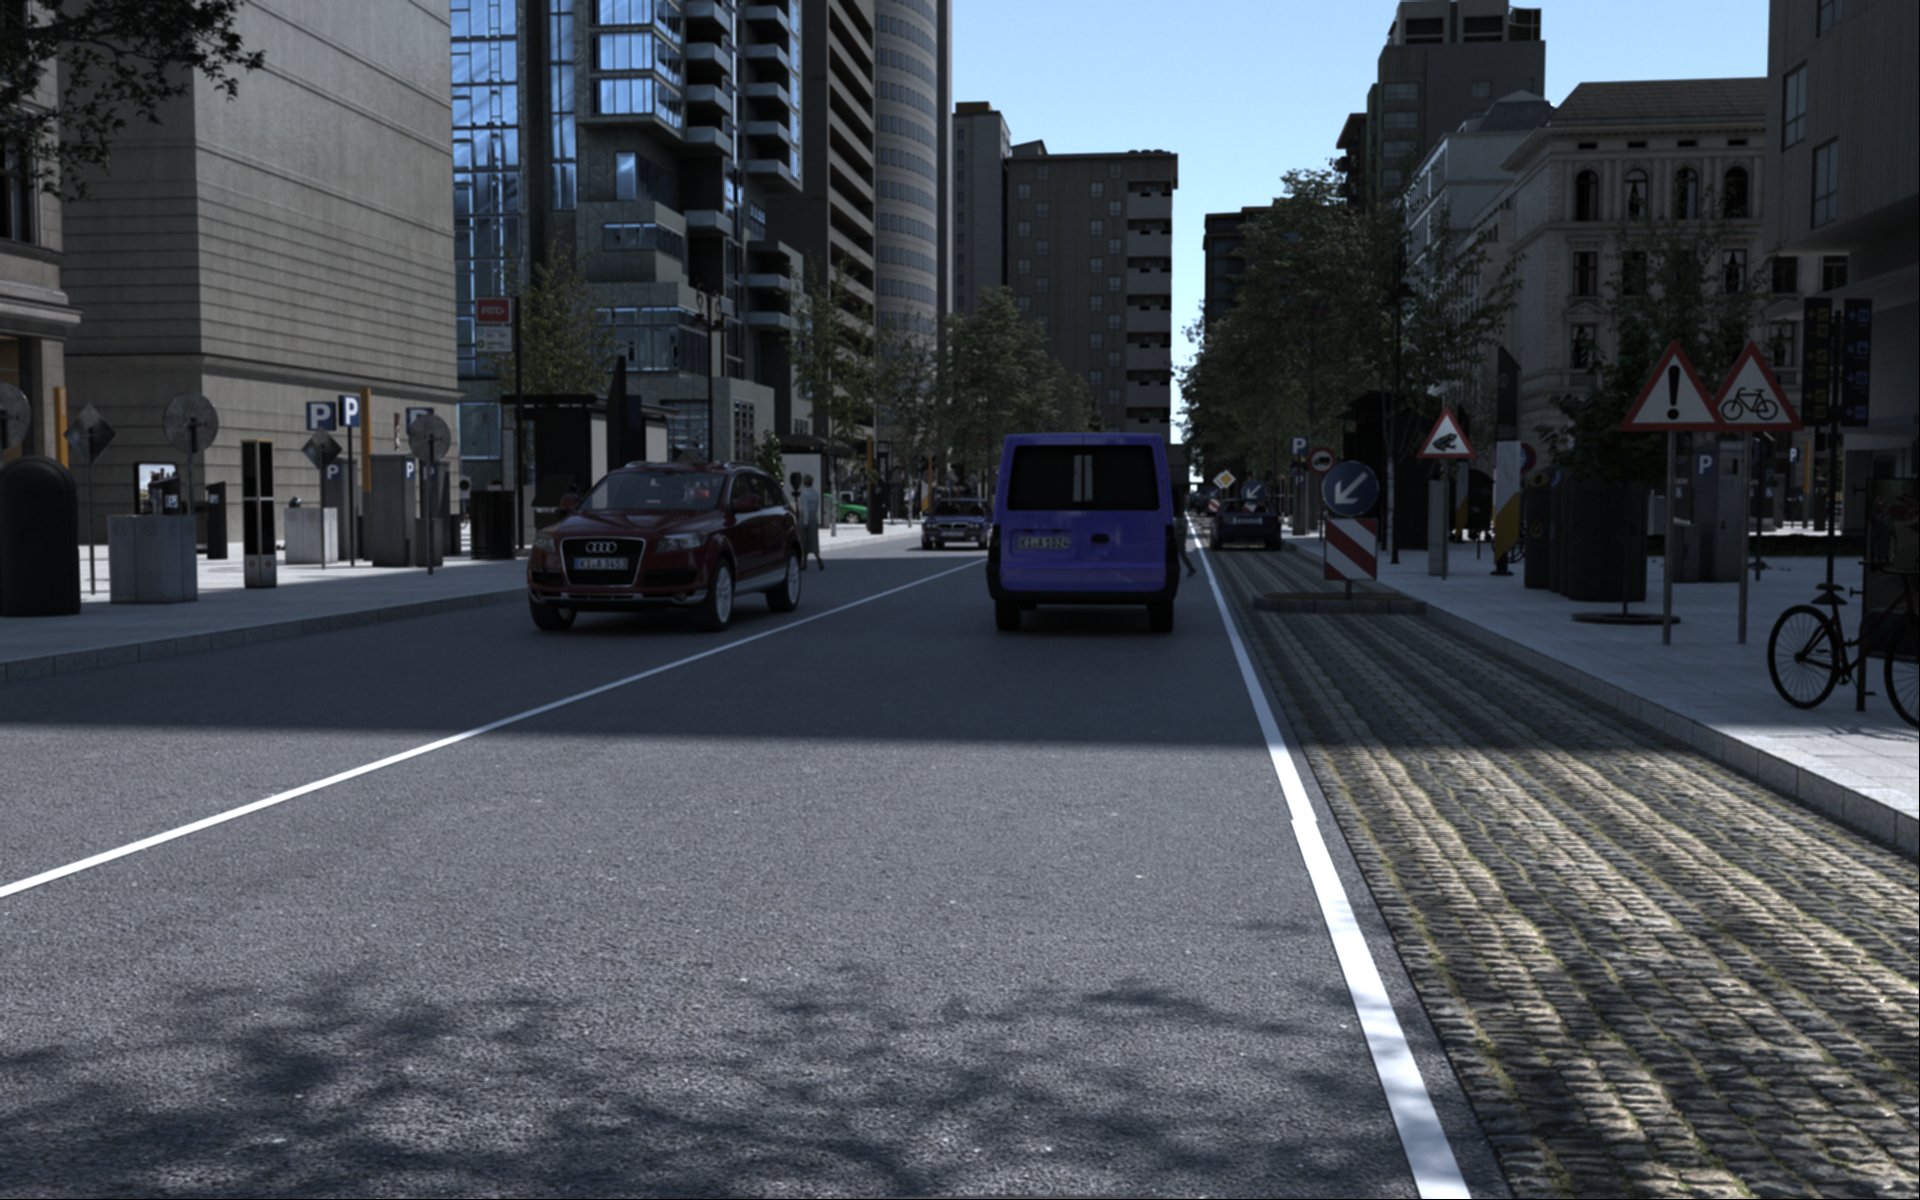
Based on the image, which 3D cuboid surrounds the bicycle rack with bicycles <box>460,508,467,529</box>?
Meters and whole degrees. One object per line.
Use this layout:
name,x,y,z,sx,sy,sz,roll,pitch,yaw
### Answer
bicycle rack with bicycles,-19.851,-3.089,63.888,2.852,0.926,2.925,-3,5,-40

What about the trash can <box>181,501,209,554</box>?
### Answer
trash can,-16.370,-1.561,37.180,0.748,1.137,0.748,0,3,0

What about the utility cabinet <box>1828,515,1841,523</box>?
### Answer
utility cabinet,39.096,-4.015,76.815,1.020,1.237,0.306,1,4,16

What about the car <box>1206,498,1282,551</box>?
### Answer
car,7.350,-1.967,44.738,1.945,1.354,3.894,0,4,7

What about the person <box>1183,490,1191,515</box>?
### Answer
person,15.360,-6.599,117.224,0.563,1.720,0.643,-1,4,-23

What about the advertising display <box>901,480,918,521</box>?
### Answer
advertising display,-2.455,-4.725,82.463,0.123,1.923,0.974,2,4,34

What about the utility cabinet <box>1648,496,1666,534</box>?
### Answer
utility cabinet,20.666,-2.477,51.668,0.306,1.237,1.020,3,5,40

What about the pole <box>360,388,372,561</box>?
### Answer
pole,-11.387,-2.411,33.256,0.158,3.312,0.155,0,3,0

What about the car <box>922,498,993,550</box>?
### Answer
car,0.022,-2.020,45.601,1.945,1.354,3.894,0,4,6

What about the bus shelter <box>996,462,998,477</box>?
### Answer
bus shelter,2.366,-8.429,115.441,2.179,5.291,8.768,0,4,7

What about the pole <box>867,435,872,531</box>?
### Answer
pole,-3.108,-4.012,59.440,0.158,3.312,0.155,0,3,0

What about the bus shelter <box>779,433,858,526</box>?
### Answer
bus shelter,-5.049,-4.075,60.546,2.014,3.302,5.546,0,4,7

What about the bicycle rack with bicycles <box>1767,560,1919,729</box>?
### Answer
bicycle rack with bicycles,6.190,0.251,9.277,2.852,0.926,2.925,0,4,-5

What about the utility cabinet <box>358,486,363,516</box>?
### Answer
utility cabinet,-15.865,-2.301,46.299,1.173,1.500,0.318,-3,4,-36

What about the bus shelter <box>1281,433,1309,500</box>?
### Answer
bus shelter,21.012,-7.932,107.313,2.179,5.291,8.768,0,4,7

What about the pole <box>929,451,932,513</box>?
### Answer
pole,-1.395,-5.358,81.445,0.158,3.312,0.155,0,3,0

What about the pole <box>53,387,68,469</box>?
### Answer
pole,-17.171,-2.403,33.131,0.158,3.312,0.155,0,3,0

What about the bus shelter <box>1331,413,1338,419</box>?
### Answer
bus shelter,11.622,-3.529,48.990,1.731,3.624,6.357,0,4,7

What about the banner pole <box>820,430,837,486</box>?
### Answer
banner pole,-5.164,-4.747,67.631,0.863,3.779,0.401,-2,4,-26

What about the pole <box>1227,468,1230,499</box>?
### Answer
pole,19.855,-8.197,127.868,0.158,3.312,0.155,0,3,0

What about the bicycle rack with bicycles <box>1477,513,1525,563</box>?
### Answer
bicycle rack with bicycles,11.326,-1.211,33.182,2.925,0.926,2.852,0,4,-3

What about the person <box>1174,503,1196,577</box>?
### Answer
person,3.796,-1.047,29.894,0.640,1.303,0.475,-1,4,-21

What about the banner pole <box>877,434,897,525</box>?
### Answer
banner pole,-3.036,-4.990,71.598,0.863,3.779,0.401,0,4,-8

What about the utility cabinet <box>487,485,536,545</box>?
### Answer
utility cabinet,-11.172,-2.112,43.206,1.173,1.500,0.318,-1,4,-12

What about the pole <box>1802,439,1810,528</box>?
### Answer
pole,31.608,-4.332,64.675,0.158,3.312,0.155,0,3,0

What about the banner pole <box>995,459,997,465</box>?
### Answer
banner pole,2.432,-7.293,109.262,0.863,3.779,0.401,-2,4,-29

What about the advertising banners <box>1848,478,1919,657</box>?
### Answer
advertising banners,8.001,-1.044,13.258,2.074,3.025,0.090,3,4,37

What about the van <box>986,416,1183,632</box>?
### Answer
van,1.465,-0.939,19.732,2.240,2.365,5.245,0,4,6

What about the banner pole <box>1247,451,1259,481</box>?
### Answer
banner pole,16.951,-6.766,100.648,0.863,3.779,0.401,0,4,5

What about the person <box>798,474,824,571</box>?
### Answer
person,-2.773,-1.443,32.314,0.478,1.798,0.641,-3,4,-39

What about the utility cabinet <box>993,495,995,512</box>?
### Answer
utility cabinet,2.406,-5.464,100.499,1.020,1.237,0.306,0,4,-1

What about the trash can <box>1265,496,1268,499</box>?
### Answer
trash can,23.512,-7.466,133.722,0.748,1.137,0.748,0,3,0

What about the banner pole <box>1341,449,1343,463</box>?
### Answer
banner pole,18.910,-5.811,85.028,0.401,3.779,0.863,3,5,45

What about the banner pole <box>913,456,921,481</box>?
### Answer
banner pole,-2.855,-7.582,113.980,0.863,3.779,0.401,-2,4,-27

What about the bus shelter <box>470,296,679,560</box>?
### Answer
bus shelter,-8.439,-3.679,37.790,2.179,5.291,8.768,0,4,7

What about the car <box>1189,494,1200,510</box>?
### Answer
car,21.527,-8.987,156.725,2.009,1.686,4.222,0,4,7

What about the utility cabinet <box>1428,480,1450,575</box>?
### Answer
utility cabinet,7.652,-1.161,27.656,0.318,1.500,1.173,1,4,14

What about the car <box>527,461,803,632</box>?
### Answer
car,-3.218,-0.680,19.789,2.281,1.827,5.304,0,4,8

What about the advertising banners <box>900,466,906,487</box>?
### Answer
advertising banners,-4.266,-6.955,109.905,2.074,3.025,0.090,2,4,26

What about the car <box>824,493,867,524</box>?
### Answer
car,-5.919,-4.111,76.014,4.718,1.807,1.959,0,4,8

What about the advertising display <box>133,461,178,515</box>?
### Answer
advertising display,-15.981,-1.789,34.464,0.123,1.923,0.974,2,4,23

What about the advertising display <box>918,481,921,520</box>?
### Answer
advertising display,-2.086,-4.908,85.467,0.123,1.923,0.974,-1,4,-13

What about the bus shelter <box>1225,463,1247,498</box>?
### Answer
bus shelter,21.152,-8.633,132.431,1.731,3.624,6.357,0,4,7

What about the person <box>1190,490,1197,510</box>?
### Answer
person,20.441,-8.772,151.946,0.660,1.820,0.620,0,3,0

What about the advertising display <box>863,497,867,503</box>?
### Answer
advertising display,-8.084,-8.528,144.652,0.974,1.923,0.123,0,4,2

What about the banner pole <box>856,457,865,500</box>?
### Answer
banner pole,-6.630,-7.647,115.047,0.863,3.779,0.401,-3,4,-37

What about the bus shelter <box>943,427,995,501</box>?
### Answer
bus shelter,0.383,-7.832,105.690,2.179,5.291,8.768,0,4,7

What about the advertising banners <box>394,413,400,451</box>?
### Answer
advertising banners,-12.080,-2.483,36.786,0.090,3.025,2.074,0,4,-7

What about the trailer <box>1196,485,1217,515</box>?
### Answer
trailer,16.104,-6.461,112.687,1.471,1.999,3.904,0,4,5

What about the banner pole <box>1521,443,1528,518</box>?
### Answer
banner pole,27.646,-5.811,85.034,0.401,3.779,0.863,-1,4,-20

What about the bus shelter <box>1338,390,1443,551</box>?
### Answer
bus shelter,10.420,-3.106,42.061,1.731,3.624,6.357,0,4,7
